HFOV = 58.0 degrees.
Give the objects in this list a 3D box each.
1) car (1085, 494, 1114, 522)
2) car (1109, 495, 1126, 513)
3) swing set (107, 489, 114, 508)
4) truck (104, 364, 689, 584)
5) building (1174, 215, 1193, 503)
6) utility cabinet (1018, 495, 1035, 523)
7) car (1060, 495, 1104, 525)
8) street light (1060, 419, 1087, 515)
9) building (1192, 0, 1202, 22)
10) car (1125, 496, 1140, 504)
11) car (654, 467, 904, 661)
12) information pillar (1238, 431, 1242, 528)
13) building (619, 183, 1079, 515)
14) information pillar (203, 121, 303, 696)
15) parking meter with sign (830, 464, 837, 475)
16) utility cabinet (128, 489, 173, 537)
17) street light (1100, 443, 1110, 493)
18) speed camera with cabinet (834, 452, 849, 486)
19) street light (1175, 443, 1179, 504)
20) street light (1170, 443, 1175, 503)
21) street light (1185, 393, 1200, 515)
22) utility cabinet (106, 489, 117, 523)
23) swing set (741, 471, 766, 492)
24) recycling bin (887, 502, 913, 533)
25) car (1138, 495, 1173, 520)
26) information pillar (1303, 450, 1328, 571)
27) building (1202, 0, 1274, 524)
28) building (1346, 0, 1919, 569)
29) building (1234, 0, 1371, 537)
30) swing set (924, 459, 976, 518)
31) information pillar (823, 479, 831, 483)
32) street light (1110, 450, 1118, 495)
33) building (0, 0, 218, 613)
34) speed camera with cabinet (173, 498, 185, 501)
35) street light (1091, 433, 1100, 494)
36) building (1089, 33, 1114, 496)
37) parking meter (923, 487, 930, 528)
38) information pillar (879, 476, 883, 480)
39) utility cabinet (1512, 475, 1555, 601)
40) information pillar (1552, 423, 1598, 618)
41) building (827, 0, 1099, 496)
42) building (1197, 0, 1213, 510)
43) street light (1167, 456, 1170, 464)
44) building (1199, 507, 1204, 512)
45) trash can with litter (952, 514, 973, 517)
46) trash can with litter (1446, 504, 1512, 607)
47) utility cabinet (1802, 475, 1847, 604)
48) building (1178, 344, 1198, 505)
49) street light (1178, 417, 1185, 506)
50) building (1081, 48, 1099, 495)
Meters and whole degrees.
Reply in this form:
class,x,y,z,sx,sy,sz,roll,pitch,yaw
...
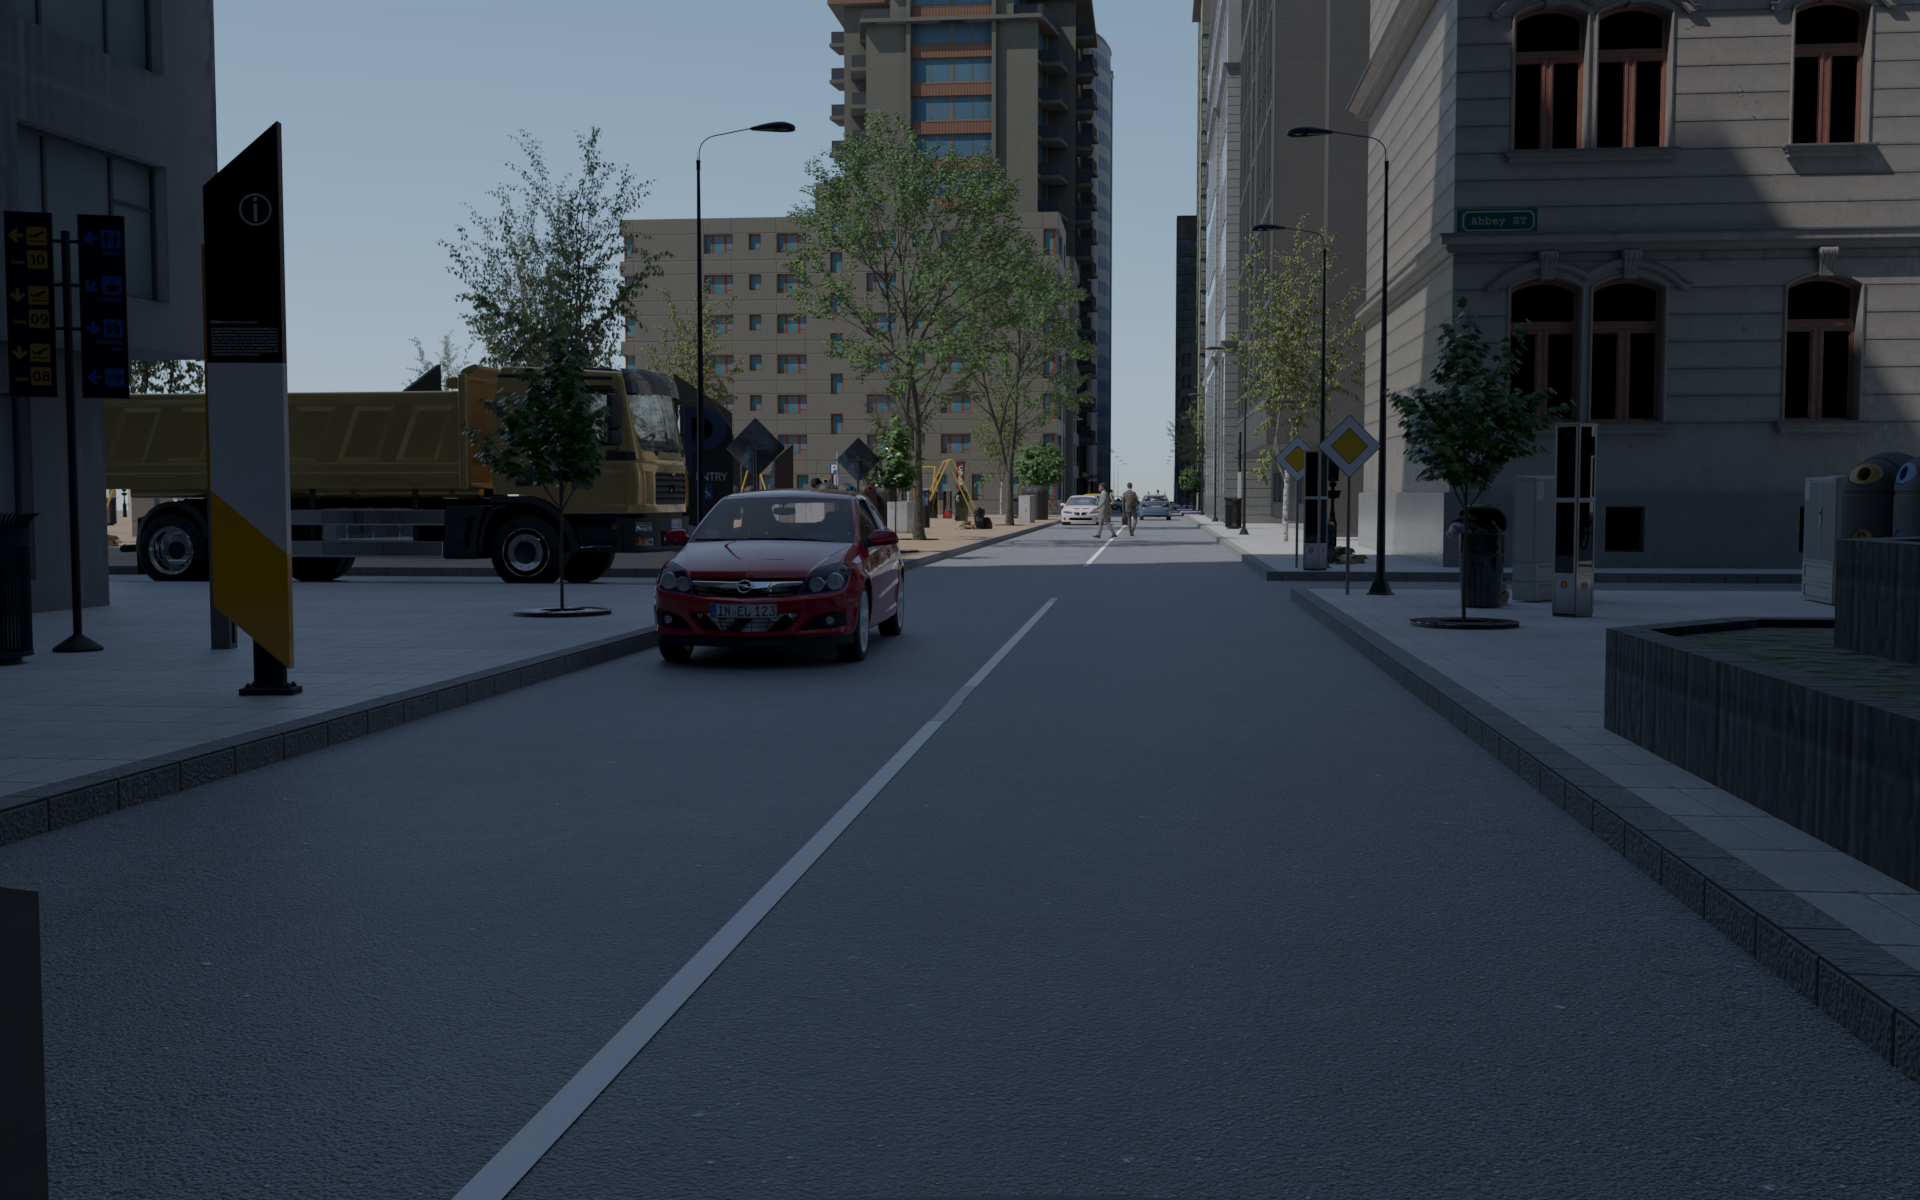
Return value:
class,x,y,z,sx,sy,sz,roll,pitch,yaw
car,6.996,-4.879,89.994,2.015,1.641,3.980,0,4,5
car,11.798,-7.374,133.142,1.945,1.354,3.894,0,4,8
swing set,-26.756,-3.686,57.893,2.862,2.851,3.119,1,4,14
truck,-8.426,-1.922,27.352,9.791,3.379,3.469,0,4,8
building,38.739,-34.943,254.916,14.154,41.232,14.086,0,4,6
utility cabinet,2.974,-4.043,77.257,0.306,1.237,1.020,-2,4,-27
car,5.769,-4.203,81.088,2.083,1.381,4.827,0,4,7
street light,6.908,-8.207,106.725,1.470,5.913,1.316,0,4,6
building,36.558,-35.163,164.152,28.713,52.752,27.495,0,4,6
car,24.294,-14.173,244.090,2.083,1.381,4.827,0,4,8
car,-1.591,-0.441,16.247,2.155,1.783,4.494,0,4,5
information pillar,10.492,-4.505,65.008,0.183,3.616,0.504,0,4,4
building,-6.080,-16.952,122.208,27.650,21.520,28.899,0,4,6
information pillar,-4.500,-1.201,10.991,0.504,3.616,0.183,0,4,-2
parking meter with sign,-6.959,-6.426,101.326,0.543,3.016,1.738,1,4,23
utility cabinet,-24.179,-2.634,51.737,1.173,1.500,0.318,-3,5,-43
street light,12.506,-11.237,156.273,1.470,5.913,1.316,0,4,6
speed camera with cabinet,-5.373,-5.319,81.298,0.660,3.252,2.038,-1,4,-19
street light,17.180,-9.688,130.944,1.470,5.913,1.316,0,4,6
street light,19.933,-11.227,156.106,1.470,5.913,1.316,0,4,6
street light,11.271,-6.575,80.038,1.470,5.913,1.316,0,4,6
utility cabinet,-37.358,-4.126,76.140,0.318,1.500,1.173,-3,4,-38
swing set,-13.940,-6.615,105.783,3.119,2.851,2.862,-2,4,-31
recycling bin,-1.947,-2.711,56.874,0.722,1.027,0.722,1,4,14
car,10.793,-5.125,95.791,2.014,1.417,4.499,0,4,6
information pillar,5.966,-1.502,29.053,0.304,2.012,0.304,3,4,39
building,18.491,-19.036,88.738,11.434,29.767,29.804,0,4,6
building,20.204,-15.107,34.394,23.554,28.519,14.401,0,4,6
building,17.588,-16.414,61.871,14.314,27.812,24.014,0,4,6
swing set,-0.523,-4.961,78.725,2.862,2.851,3.119,0,4,-5
information pillar,-6.421,-4.841,83.637,0.304,2.012,0.304,1,4,17
street light,16.214,-13.263,189.392,1.470,5.913,1.316,0,4,6
building,-16.100,-20.345,16.239,14.086,41.232,14.154,0,4,6
speed camera with cabinet,-29.863,-4.463,67.302,2.038,3.252,0.660,1,4,21
street light,9.703,-9.734,131.684,1.470,5.913,1.316,0,4,6
building,8.227,-41.324,217.639,21.231,58.520,28.212,0,4,6
parking meter,-1.328,-3.504,65.709,0.372,1.533,0.369,0,3,0
information pillar,-2.869,-3.753,65.850,0.304,2.012,0.304,-3,4,-36
utility cabinet,7.102,-0.744,20.848,1.173,1.500,0.318,-3,5,-43
information pillar,6.418,-0.832,18.092,0.304,2.012,0.304,-2,4,-33
building,0.661,-30.332,150.547,22.147,44.769,28.867,0,4,6
building,26.991,-28.202,144.695,14.154,41.232,14.086,0,4,6
street light,22.600,-12.732,180.710,1.470,5.913,1.316,0,4,6
building,28.190,-42.078,126.222,20.563,71.187,20.611,0,4,6
trash can with litter,0.010,-5.293,97.598,1.678,1.210,2.233,2,4,32
trash can with litter,5.971,-0.517,19.841,0.624,1.170,1.055,2,4,26
utility cabinet,10.238,-0.715,20.371,0.318,1.500,1.173,1,4,10
building,40.935,-22.465,212.340,27.650,21.520,28.899,0,4,6
street light,14.308,-8.168,106.085,1.470,5.913,1.316,0,4,6
building,6.014,-31.906,171.777,14.600,45.320,14.200,0,4,6
